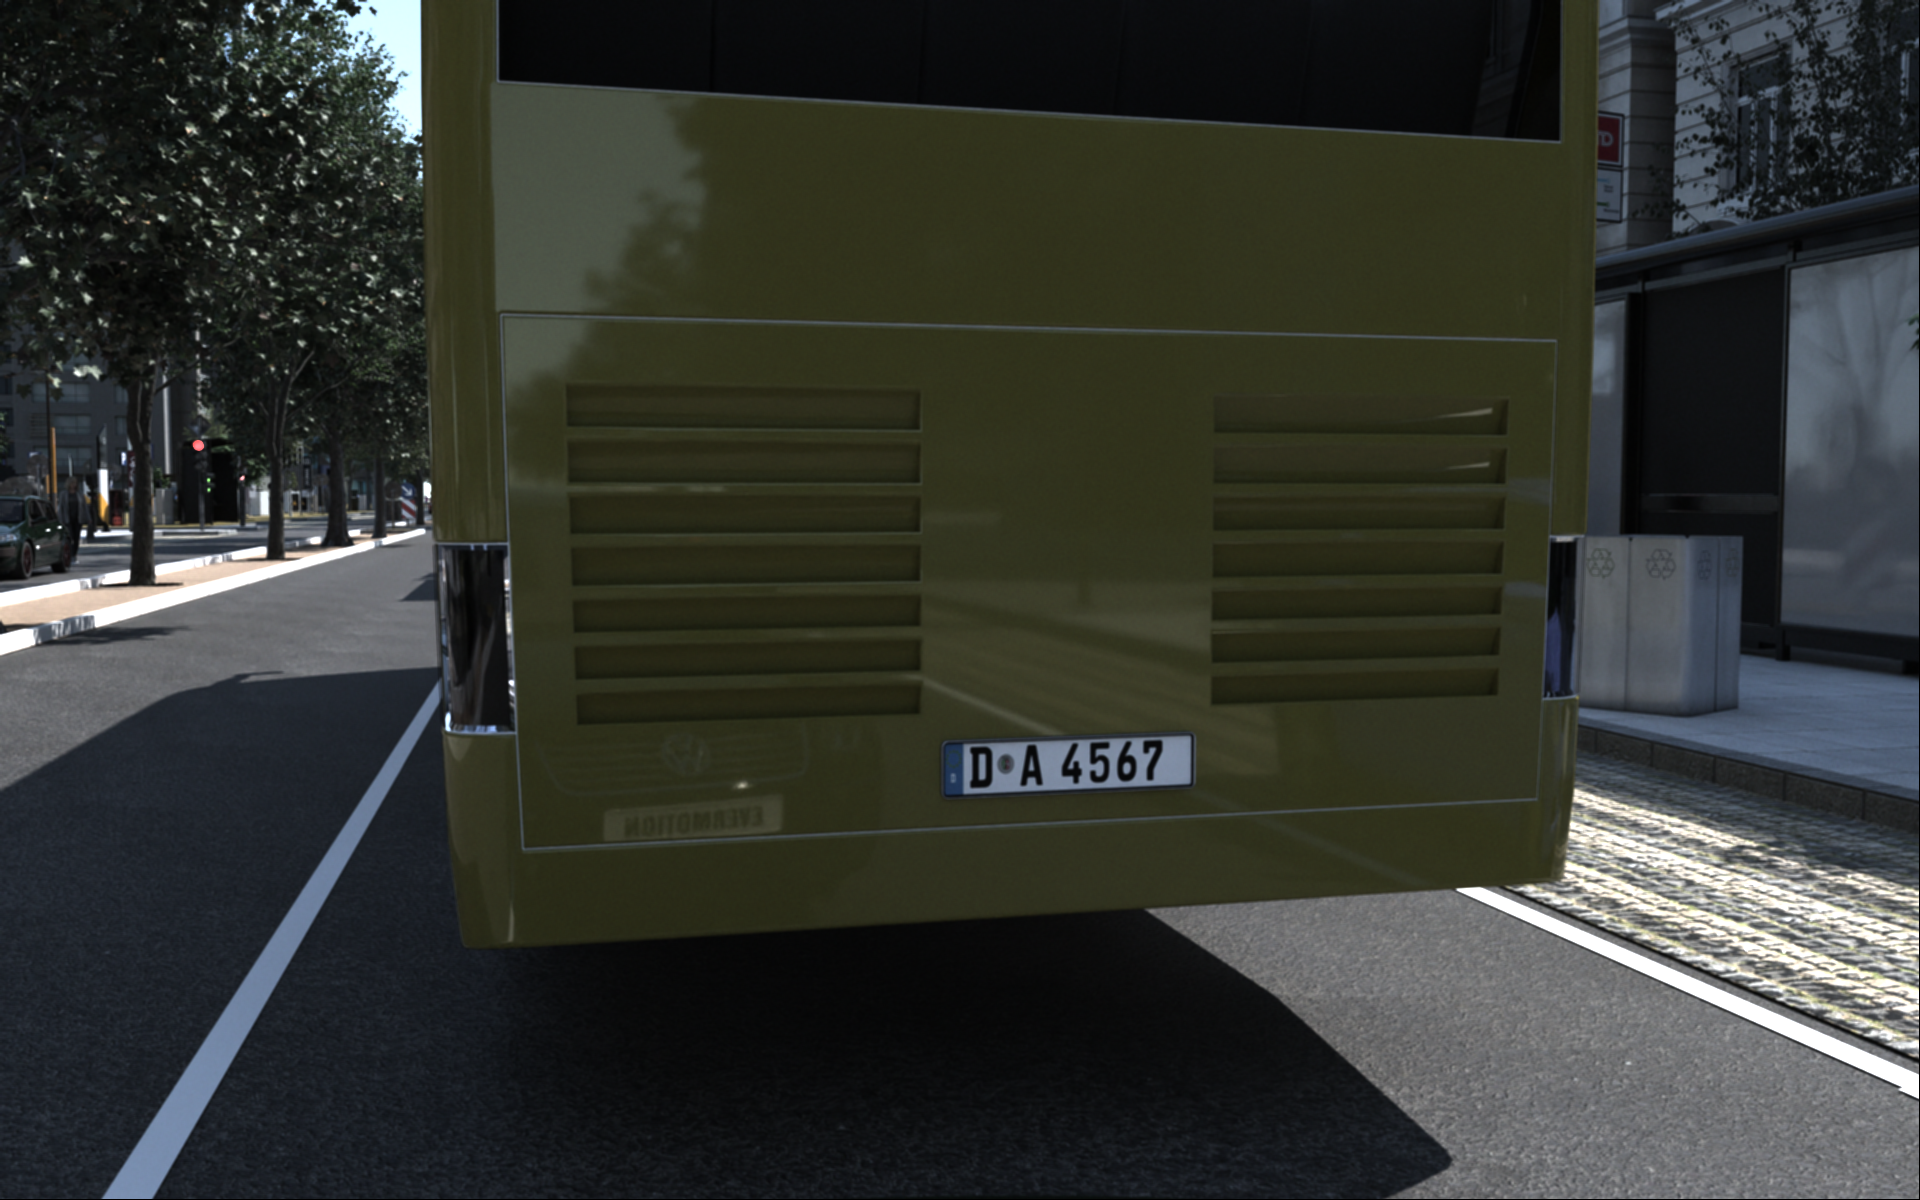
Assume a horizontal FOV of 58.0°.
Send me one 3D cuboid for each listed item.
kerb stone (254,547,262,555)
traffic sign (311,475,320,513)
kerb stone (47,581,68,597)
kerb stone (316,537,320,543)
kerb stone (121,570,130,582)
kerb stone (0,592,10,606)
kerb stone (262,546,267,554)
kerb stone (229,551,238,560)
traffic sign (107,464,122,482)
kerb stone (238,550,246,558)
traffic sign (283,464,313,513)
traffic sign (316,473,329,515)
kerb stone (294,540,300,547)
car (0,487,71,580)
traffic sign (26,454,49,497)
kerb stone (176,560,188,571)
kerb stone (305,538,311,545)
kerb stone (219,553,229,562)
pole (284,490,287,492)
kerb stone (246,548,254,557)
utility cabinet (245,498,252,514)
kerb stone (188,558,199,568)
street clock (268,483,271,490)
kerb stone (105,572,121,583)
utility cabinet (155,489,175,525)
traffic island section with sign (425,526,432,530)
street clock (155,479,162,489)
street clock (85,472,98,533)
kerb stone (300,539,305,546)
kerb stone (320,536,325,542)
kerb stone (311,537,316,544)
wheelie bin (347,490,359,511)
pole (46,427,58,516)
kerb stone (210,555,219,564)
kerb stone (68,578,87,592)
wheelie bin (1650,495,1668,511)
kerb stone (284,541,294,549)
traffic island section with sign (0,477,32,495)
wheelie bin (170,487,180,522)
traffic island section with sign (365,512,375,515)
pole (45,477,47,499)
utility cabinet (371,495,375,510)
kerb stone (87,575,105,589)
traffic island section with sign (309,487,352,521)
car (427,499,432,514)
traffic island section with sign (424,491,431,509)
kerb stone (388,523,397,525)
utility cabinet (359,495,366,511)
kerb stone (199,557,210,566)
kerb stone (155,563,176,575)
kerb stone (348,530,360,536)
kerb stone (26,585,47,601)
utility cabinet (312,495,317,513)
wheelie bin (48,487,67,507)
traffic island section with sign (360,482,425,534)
[{"bbox_3d":[-16.500,-1.114,40.414,0.120,0.150,1.000,-1,4,-13],"label":"kerb stone"},{"bbox_3d":[-42.509,-7.002,114.589,0.768,2.556,0.104,0,4,-3],"label":"traffic sign"},{"bbox_3d":[-12.816,-0.132,24.420,0.120,0.150,1.000,-1,4,-13],"label":"kerb stone"},{"bbox_3d":[-18.816,-1.719,50.379,0.120,0.150,1.000,-1,4,-13],"label":"kerb stone"},{"bbox_3d":[-13.743,-0.380,28.413,0.120,0.150,1.000,-1,4,-13],"label":"kerb stone"},{"bbox_3d":[-12.345,-0.014,22.431,0.120,0.150,1.000,-1,4,-13],"label":"kerb stone"},{"bbox_3d":[-16.739,-1.175,41.410,0.120,0.150,1.000,-1,4,-13],"label":"kerb stone"},{"bbox_3d":[-15.810,-0.930,37.403,0.120,0.150,1.000,-1,4,-13],"label":"kerb stone"},{"bbox_3d":[-35.535,-4.433,72.593,0.768,2.556,0.104,-1,4,-11],"label":"traffic sign"},{"bbox_3d":[-16.049,-0.988,38.410,0.120,0.150,1.000,-1,4,-13],"label":"kerb stone"},{"bbox_3d":[-44.636,-7.487,116.284,2.265,3.308,0.079,0,4,-8],"label":"traffic sign"},{"bbox_3d":[-39.426,-6.546,107.134,0.768,2.556,0.104,0,4,-8],"label":"traffic sign"},{"bbox_3d":[-17.886,-1.480,46.394,0.120,0.150,1.000,-1,4,-13],"label":"kerb stone"},{"bbox_3d":[-16.738,-1.235,29.979,2.009,1.686,4.222,-1,4,-14],"label":"car"},{"bbox_3d":[-29.238,-3.358,55.002,0.768,2.556,0.104,0,4,-6],"label":"traffic sign"},{"bbox_3d":[-14.663,-0.616,32.408,0.120,0.150,1.000,-1,4,-13],"label":"kerb stone"},{"bbox_3d":[-18.351,-1.602,48.385,0.120,0.150,1.000,-1,4,-13],"label":"kerb stone"},{"bbox_3d":[-15.584,-0.865,36.396,0.120,0.150,1.000,-1,4,-13],"label":"kerb stone"},{"bbox_3d":[-53.464,-8.771,137.244,0.158,3.312,0.155,0,3,0],"label":"pole"},{"bbox_3d":[-16.277,-1.051,39.409,0.120,0.150,1.000,-1,4,-13],"label":"kerb stone"},{"bbox_3d":[-44.987,-6.017,109.534,1.020,1.237,0.306,0,4,-7],"label":"utility cabinet"},{"bbox_3d":[-14.887,-0.681,33.405,0.120,0.150,1.000,-1,4,-13],"label":"kerb stone"},{"bbox_3d":[-42.988,-6.343,108.284,0.358,2.002,0.471,3,5,42],"label":"street clock"},{"bbox_3d":[-13.515,-0.319,27.414,0.120,0.150,1.000,-1,4,-13],"label":"kerb stone"},{"bbox_3d":[-32.766,-3.836,71.405,0.318,1.500,1.173,0,4,-4],"label":"utility cabinet"},{"bbox_3d":[-22.214,-3.772,69.814,2.006,1.907,1.989,-1,4,-13],"label":"traffic island section with sign"},{"bbox_3d":[-39.295,-4.918,84.987,0.358,2.002,0.471,-1,4,-15],"label":"street clock"},{"bbox_3d":[-28.834,-3.240,57.552,0.358,2.002,0.471,0,4,-5],"label":"street clock"},{"bbox_3d":[-18.121,-1.541,47.389,0.120,0.150,1.000,-1,4,-13],"label":"kerb stone"},{"bbox_3d":[-19.040,-1.784,51.377,0.120,0.150,1.000,-1,4,-13],"label":"kerb stone"},{"bbox_3d":[-18.578,-1.660,49.382,0.120,0.150,1.000,-1,4,-13],"label":"kerb stone"},{"bbox_3d":[-45.385,-7.443,129.597,0.980,1.594,0.693,0,4,-3],"label":"wheelie bin"},{"bbox_3d":[-27.779,-3.620,53.037,0.158,3.312,0.155,0,3,0],"label":"pole"},{"bbox_3d":[-15.359,-0.798,35.400,0.120,0.150,1.000,-1,4,-13],"label":"kerb stone"},{"bbox_3d":[-13.044,-0.197,25.416,0.120,0.150,1.000,-1,4,-13],"label":"kerb stone"},{"bbox_3d":[12.645,-1.473,31.989,0.693,1.594,0.980,-2,4,-24],"label":"wheelie bin"},{"bbox_3d":[-17.661,-1.419,45.397,0.120,0.150,1.000,-1,4,-13],"label":"kerb stone"},{"bbox_3d":[-21.229,-1.843,38.762,1.989,1.847,2.006,-1,4,-13],"label":"traffic island section with sign"},{"bbox_3d":[-36.139,-4.393,79.736,0.980,1.594,0.693,2,4,33],"label":"wheelie bin"},{"bbox_3d":[-39.758,-6.753,119.041,1.989,1.847,2.006,-1,4,-13],"label":"traffic island section with sign"},{"bbox_3d":[-60.990,-7.457,115.767,0.158,3.312,0.155,0,3,0],"label":"pole"},{"bbox_3d":[-47.073,-7.877,139.956,1.020,1.237,0.306,2,4,26],"label":"utility cabinet"},{"bbox_3d":[-13.278,-0.251,26.412,0.120,0.150,1.000,-1,4,-13],"label":"kerb stone"},{"bbox_3d":[-33.706,-5.146,92.772,1.989,1.847,2.006,-1,4,-13],"label":"traffic island section with sign"},{"bbox_3d":[-37.775,-7.182,126.468,2.155,1.783,4.494,-1,4,-13],"label":"car"},{"bbox_3d":[-51.211,-9.785,168.617,1.989,1.847,2.006,-1,4,-13],"label":"traffic island section with sign"},{"bbox_3d":[-24.246,-3.164,73.921,0.120,0.150,1.000,-1,4,-13],"label":"kerb stone"},{"bbox_3d":[-45.790,-7.388,131.963,1.020,1.237,0.306,0,4,6],"label":"utility cabinet"},{"bbox_3d":[-15.122,-0.747,34.404,0.120,0.150,1.000,-1,4,-13],"label":"kerb stone"},{"bbox_3d":[-14.438,-0.562,31.411,0.120,0.150,1.000,-1,4,-13],"label":"kerb stone"},{"bbox_3d":[-21.119,-2.334,60.360,0.120,0.150,1.000,-1,4,-13],"label":"kerb stone"},{"bbox_3d":[-12.593,-0.072,23.423,0.120,0.150,1.000,-1,4,-13],"label":"kerb stone"},{"bbox_3d":[-43.986,-6.561,118.430,0.306,1.237,1.020,0,4,-2],"label":"utility cabinet"},{"bbox_3d":[-42.965,-4.571,82.647,0.980,1.594,0.693,-1,4,-23],"label":"wheelie bin"},{"bbox_3d":[-20.557,-3.331,62.593,2.006,1.907,1.989,-1,4,-13],"label":"traffic island section with sign"}]
